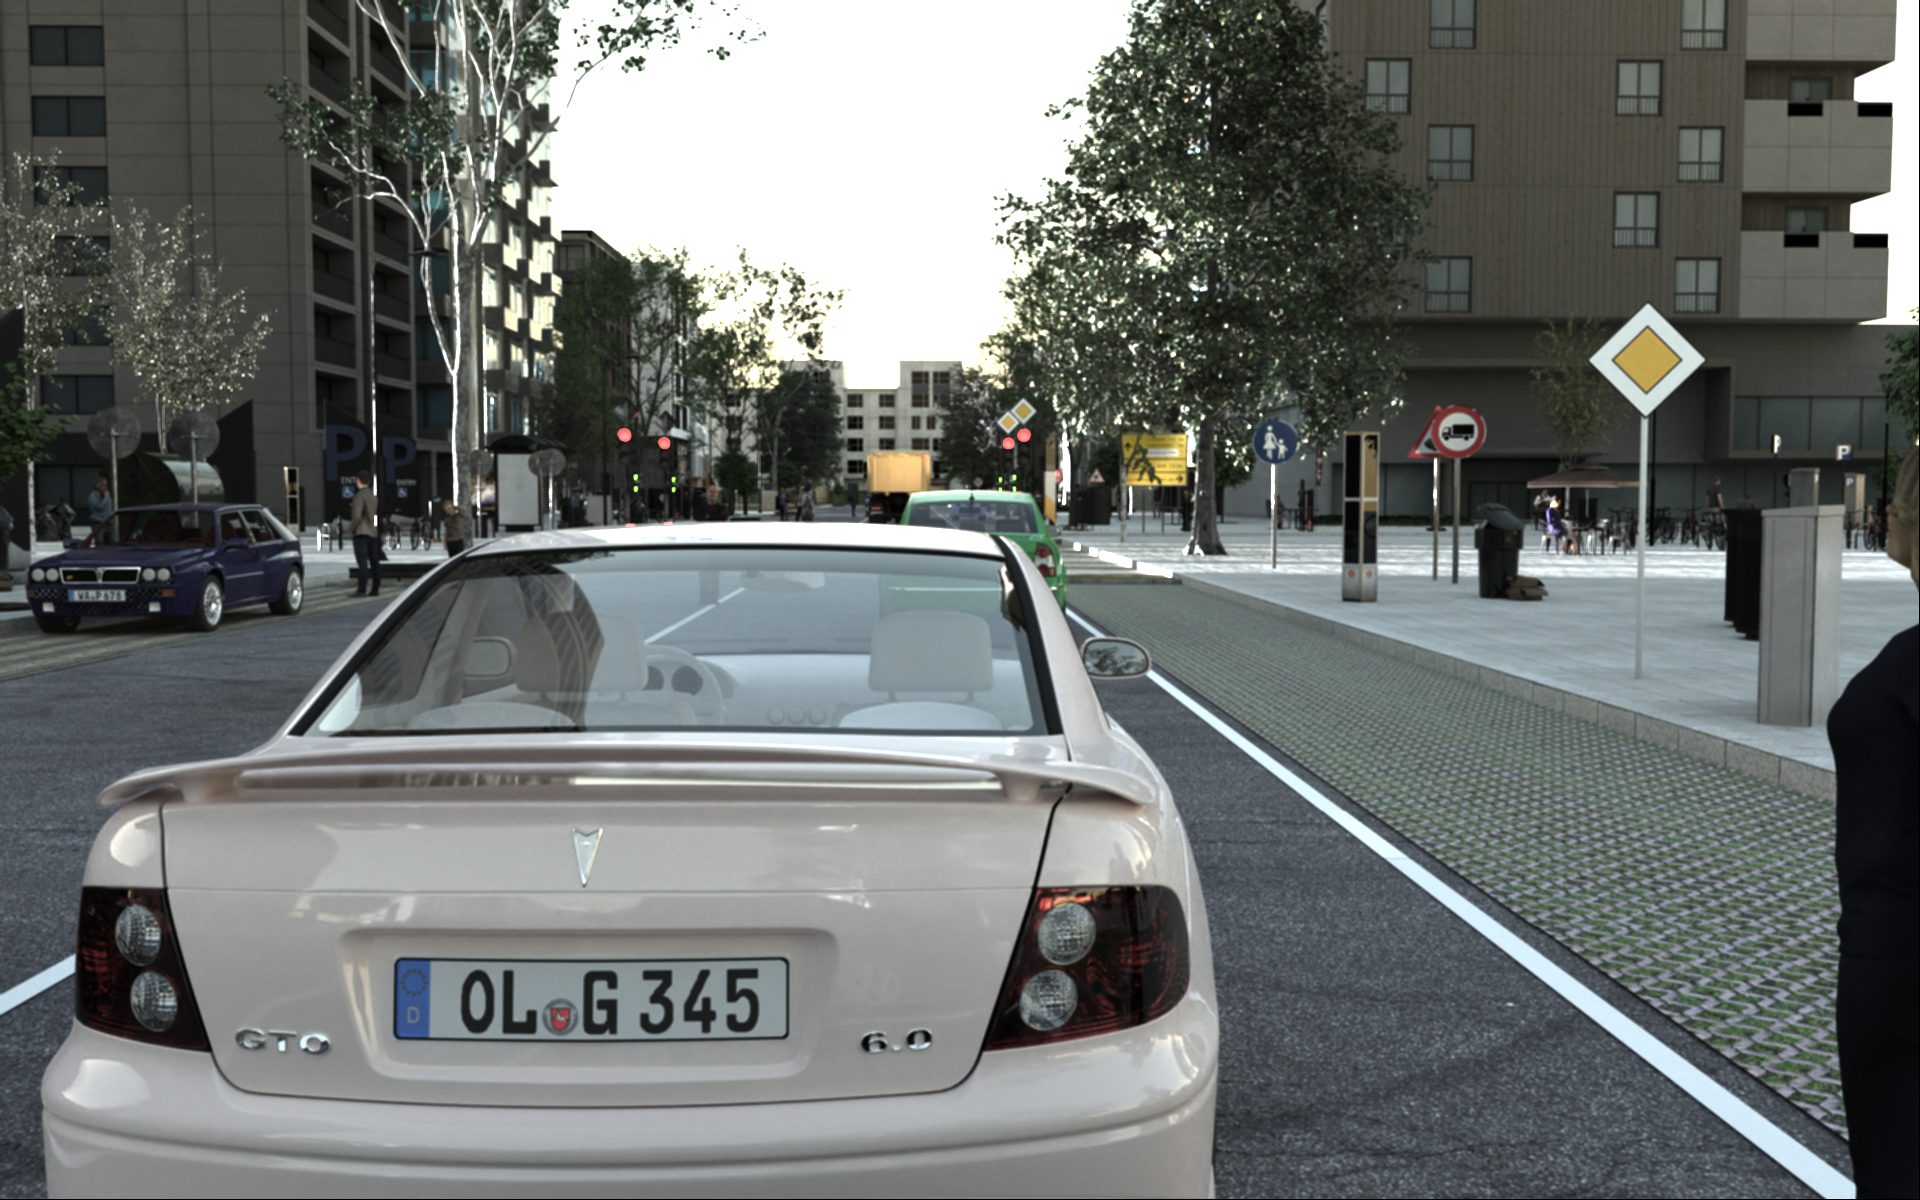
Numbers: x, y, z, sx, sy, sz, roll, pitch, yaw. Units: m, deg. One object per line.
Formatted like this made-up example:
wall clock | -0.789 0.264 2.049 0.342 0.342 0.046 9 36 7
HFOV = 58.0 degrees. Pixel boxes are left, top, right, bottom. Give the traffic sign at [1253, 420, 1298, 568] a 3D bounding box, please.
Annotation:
traffic sign | 5.420 -1.819 29.848 0.768 2.556 0.104 0 4 8

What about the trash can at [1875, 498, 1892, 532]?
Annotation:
trash can | 31.791 -2.921 59.406 0.748 1.137 0.748 0 3 0

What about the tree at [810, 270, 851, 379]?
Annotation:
tree | -14.397 -16.806 130.661 12.611 20.169 13.585 0 3 0

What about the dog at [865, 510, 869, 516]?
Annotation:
dog | -5.952 -5.555 111.013 0.550 0.427 0.748 0 4 2

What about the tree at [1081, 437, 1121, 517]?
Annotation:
tree | 8.414 -6.951 97.370 4.285 4.588 4.351 0 3 0

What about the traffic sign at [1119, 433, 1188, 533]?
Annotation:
traffic sign | 6.439 -3.899 57.616 2.265 3.308 0.079 0 4 1

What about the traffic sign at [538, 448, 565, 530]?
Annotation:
traffic sign | -11.365 -2.943 48.216 0.768 2.556 0.104 0 4 2

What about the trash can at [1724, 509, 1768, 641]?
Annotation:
trash can | 7.171 -0.219 15.237 0.748 1.137 0.748 0 3 0

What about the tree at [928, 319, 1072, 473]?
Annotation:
tree | 2.974 -12.932 121.814 12.009 13.543 11.850 0 3 0

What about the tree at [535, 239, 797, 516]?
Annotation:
tree | -12.855 -8.784 69.376 9.928 11.665 9.643 0 3 0

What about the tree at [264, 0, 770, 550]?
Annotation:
tree | -10.598 -11.297 40.591 12.611 20.169 13.585 0 3 0

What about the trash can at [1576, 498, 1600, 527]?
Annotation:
trash can | 21.595 -2.932 59.595 0.748 1.137 0.748 0 3 0

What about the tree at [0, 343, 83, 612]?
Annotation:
tree | -10.941 -1.501 19.151 1.663 3.219 1.824 0 3 0

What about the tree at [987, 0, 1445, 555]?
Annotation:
tree | 5.233 -7.292 36.239 9.611 12.733 9.660 0 3 0

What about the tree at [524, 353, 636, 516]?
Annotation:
tree | -19.502 -8.376 87.305 4.737 8.622 4.395 0 3 0

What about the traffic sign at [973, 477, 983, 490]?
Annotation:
traffic sign | 1.385 -8.006 131.003 0.768 2.556 0.104 0 4 8

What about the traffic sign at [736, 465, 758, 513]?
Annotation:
traffic sign | -15.107 -7.691 119.624 2.265 3.308 0.079 0 4 0

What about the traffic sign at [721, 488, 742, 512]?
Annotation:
traffic sign | -15.663 -7.814 121.624 2.265 3.308 0.079 0 4 1

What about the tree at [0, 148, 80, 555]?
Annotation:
tree | -19.786 -5.251 36.219 4.360 8.622 3.978 0 3 0

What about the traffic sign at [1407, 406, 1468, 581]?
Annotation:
traffic sign | 7.037 -1.564 25.576 0.884 2.594 0.081 0 4 5

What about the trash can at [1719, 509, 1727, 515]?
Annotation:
trash can | 7.690 -0.305 16.646 0.748 1.137 0.748 0 3 0

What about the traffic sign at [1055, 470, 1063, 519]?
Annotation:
traffic sign | 5.014 -5.527 90.474 0.768 2.556 0.104 0 4 4

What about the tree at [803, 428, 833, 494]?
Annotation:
tree | -16.468 -14.843 193.041 4.737 8.622 4.395 0 3 0

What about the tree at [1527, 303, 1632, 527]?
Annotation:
tree | 24.075 -7.189 67.896 4.737 8.622 4.395 0 3 0

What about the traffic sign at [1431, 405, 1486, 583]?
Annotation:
traffic sign | 7.118 -1.512 24.820 0.768 2.556 0.104 0 4 8

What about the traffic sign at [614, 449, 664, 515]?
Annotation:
traffic sign | -14.419 -5.130 77.753 2.265 3.308 0.079 0 4 4

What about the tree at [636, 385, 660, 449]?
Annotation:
tree | -21.207 -9.733 109.505 4.737 8.622 4.395 0 3 0

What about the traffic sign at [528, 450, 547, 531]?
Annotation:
traffic sign | -12.151 -3.070 50.296 0.768 2.556 0.104 0 4 0

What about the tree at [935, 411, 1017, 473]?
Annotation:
tree | 1.627 -14.713 174.977 8.767 10.594 7.601 0 4 -3

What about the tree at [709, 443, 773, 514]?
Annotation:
tree | -14.661 -7.814 111.469 4.285 4.588 4.351 0 3 0

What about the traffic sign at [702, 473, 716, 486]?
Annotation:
traffic sign | -15.635 -6.604 107.984 0.884 2.594 0.081 0 4 3

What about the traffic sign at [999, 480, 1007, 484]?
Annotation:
traffic sign | 2.792 -6.901 112.833 0.884 2.594 0.081 0 4 3

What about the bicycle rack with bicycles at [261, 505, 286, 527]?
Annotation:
bicycle rack with bicycles | -24.626 -2.815 59.412 2.852 0.926 2.925 3 5 43

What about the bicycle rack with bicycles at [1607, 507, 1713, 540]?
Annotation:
bicycle rack with bicycles | 19.609 -2.179 49.015 2.852 0.926 2.925 0 4 2

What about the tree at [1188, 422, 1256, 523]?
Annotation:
tree | 11.609 -5.666 76.350 4.285 4.588 4.351 0 3 0

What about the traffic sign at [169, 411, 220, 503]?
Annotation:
traffic sign | -11.704 -1.613 26.480 0.768 2.556 0.104 0 4 -1

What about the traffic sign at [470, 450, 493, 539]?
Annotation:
traffic sign | -13.754 -3.027 49.595 0.768 2.556 0.104 0 4 0

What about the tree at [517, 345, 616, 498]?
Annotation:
tree | -18.681 -8.060 82.138 4.360 8.622 3.978 0 3 0

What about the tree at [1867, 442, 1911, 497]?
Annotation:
tree | 34.331 -4.245 64.009 1.663 3.219 1.824 0 3 0

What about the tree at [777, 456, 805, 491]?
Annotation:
tree | -14.995 -10.018 147.509 4.285 4.588 4.351 0 3 0

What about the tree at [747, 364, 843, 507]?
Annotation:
tree | -15.931 -16.016 168.522 9.857 13.997 8.962 0 3 0

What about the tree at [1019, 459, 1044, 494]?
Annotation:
tree | 3.866 -6.149 95.136 1.663 3.219 1.824 0 3 0

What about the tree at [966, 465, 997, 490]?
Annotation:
tree | 2.025 -10.927 162.375 4.285 4.588 4.351 0 3 0

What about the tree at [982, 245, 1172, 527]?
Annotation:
tree | 4.588 -8.713 68.213 9.928 11.665 9.643 0 3 0

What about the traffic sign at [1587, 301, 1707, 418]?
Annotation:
traffic sign | 4.718 -0.744 11.898 0.795 2.593 0.064 0 4 6

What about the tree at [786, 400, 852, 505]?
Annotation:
tree | -17.228 -17.549 203.930 9.611 12.733 9.660 0 3 0

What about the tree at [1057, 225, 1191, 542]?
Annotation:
tree | 4.586 -5.839 45.826 4.737 8.622 4.395 0 3 0

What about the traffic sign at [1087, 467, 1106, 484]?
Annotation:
traffic sign | 6.465 -5.021 82.094 0.884 2.594 0.081 0 4 5

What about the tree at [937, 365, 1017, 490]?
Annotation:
tree | 1.496 -14.299 151.917 7.486 12.596 7.792 0 3 0

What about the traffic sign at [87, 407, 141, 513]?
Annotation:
traffic sign | -12.336 -1.539 25.268 0.768 2.556 0.104 0 4 -1

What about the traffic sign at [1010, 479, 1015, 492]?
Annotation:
traffic sign | 3.589 -6.858 114.251 0.606 2.300 0.079 0 4 3

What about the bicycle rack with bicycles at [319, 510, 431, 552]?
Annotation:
bicycle rack with bicycles | -13.551 -1.617 39.815 2.852 0.926 2.925 -2 4 -26

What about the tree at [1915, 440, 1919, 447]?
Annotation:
tree | 57.252 -9.244 114.042 11.467 7.101 20.602 0 4 -4

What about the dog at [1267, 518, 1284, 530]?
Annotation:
dog | 11.428 -2.752 62.732 0.748 0.427 0.550 0 4 -1

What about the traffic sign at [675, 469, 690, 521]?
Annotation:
traffic sign | -13.132 -4.994 81.754 0.768 2.556 0.104 0 4 1

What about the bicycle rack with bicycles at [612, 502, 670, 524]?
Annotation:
bicycle rack with bicycles | -13.810 -3.688 73.689 2.925 0.926 2.852 -1 4 -11
